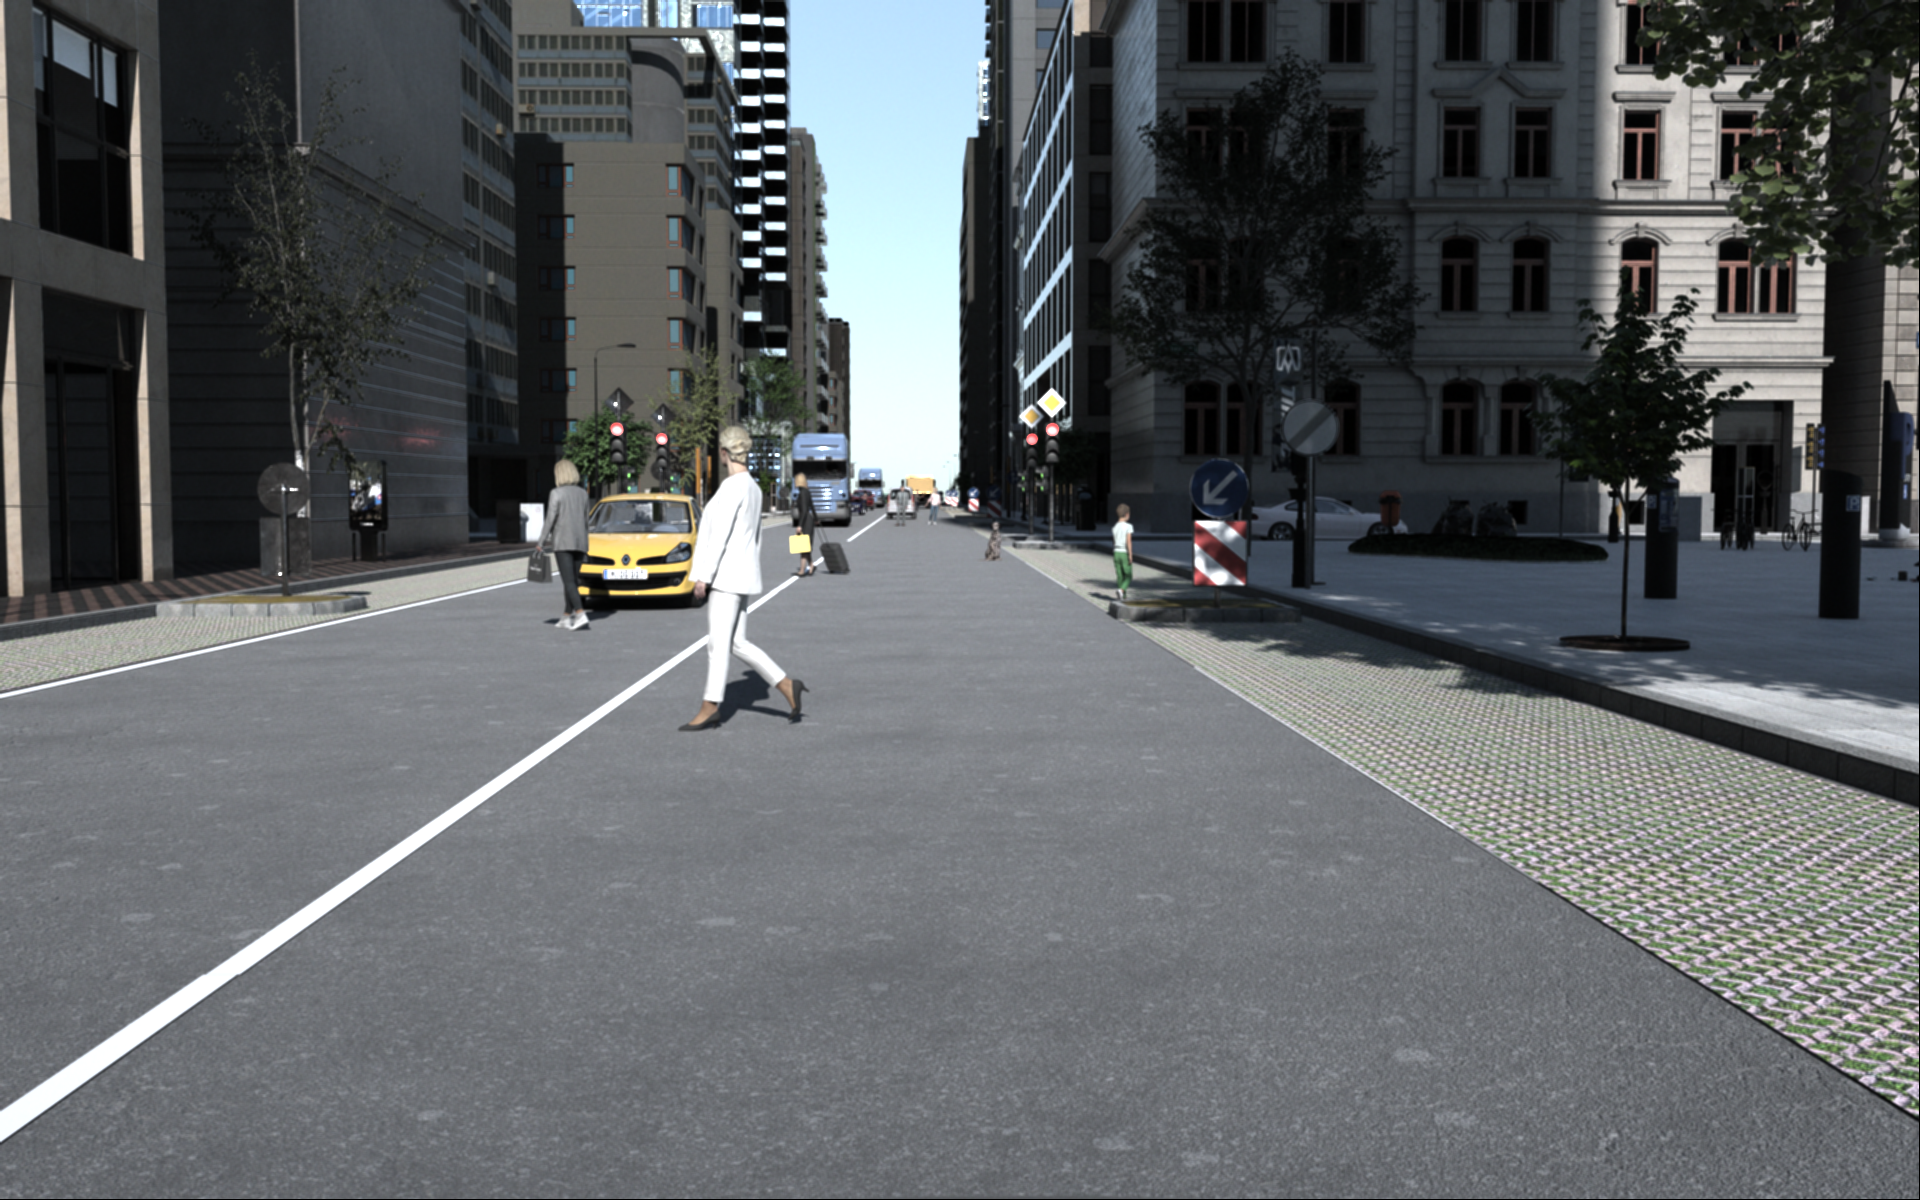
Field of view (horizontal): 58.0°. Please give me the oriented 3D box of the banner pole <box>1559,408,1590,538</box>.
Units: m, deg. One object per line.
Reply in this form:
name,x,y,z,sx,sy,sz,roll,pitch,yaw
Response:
banner pole,15.280,-3.255,43.232,0.863,3.779,0.401,1,4,21

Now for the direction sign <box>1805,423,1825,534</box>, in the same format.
direction sign,27.464,-3.895,55.673,0.876,3.537,0.379,-2,4,-27

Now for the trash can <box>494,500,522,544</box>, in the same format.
trash can,-11.714,-2.035,44.927,0.748,1.137,0.748,0,3,0

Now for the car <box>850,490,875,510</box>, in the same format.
car,-8.712,-8.918,154.484,2.281,1.827,5.304,0,4,-3

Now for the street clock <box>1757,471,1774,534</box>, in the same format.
street clock,25.558,-3.085,55.010,0.471,2.002,0.358,1,4,19

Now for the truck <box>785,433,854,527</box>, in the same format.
truck,-6.475,-5.684,82.692,2.967,4.110,18.799,0,4,-3

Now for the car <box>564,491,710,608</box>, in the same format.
car,-4.160,-0.778,22.949,2.015,1.641,3.980,0,4,-3

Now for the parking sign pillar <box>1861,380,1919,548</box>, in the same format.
parking sign pillar,22.471,-3.246,41.544,1.447,3.967,1.447,3,5,40

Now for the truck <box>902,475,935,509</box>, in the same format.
truck,-4.073,-10.852,173.349,3.469,3.379,9.791,0,4,-3

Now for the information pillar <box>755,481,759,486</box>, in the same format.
information pillar,-11.885,-5.879,100.617,0.304,2.012,0.304,1,4,11

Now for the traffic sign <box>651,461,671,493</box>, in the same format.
traffic sign,-11.139,-3.937,64.480,0.768,2.556,0.104,0,4,3

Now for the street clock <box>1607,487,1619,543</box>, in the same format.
street clock,17.271,-2.518,45.735,0.471,2.002,0.358,-2,4,-34

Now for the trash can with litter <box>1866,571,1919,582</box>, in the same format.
trash can with litter,14.496,-0.867,25.231,2.233,1.210,1.678,3,5,43

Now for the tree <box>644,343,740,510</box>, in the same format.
tree,-12.715,-8.136,83.390,4.737,8.622,4.395,0,3,0

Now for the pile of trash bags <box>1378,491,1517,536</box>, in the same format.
pile of trash bags,12.408,-2.103,44.129,3.447,1.369,1.912,1,4,15

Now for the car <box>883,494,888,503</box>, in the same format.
car,-10.112,-13.453,228.759,1.959,1.807,4.718,0,4,-3

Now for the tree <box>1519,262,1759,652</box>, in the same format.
tree,5.596,-1.226,14.644,1.663,3.219,1.824,0,3,0

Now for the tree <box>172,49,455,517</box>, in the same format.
tree,-11.118,-4.851,29.671,4.360,8.622,3.978,0,3,0

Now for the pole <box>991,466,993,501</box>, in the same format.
pole,2.326,-8.075,125.871,0.158,3.312,0.155,0,3,0

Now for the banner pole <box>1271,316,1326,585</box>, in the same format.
banner pole,4.776,-2.107,24.466,0.863,3.779,0.401,-1,4,-13

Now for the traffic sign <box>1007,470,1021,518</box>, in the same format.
traffic sign,2.910,-5.709,93.453,0.768,2.556,0.104,0,4,-1

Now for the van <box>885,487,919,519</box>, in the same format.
van,-3.355,-5.670,99.715,2.013,2.044,4.112,0,4,0

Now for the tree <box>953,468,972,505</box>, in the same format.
tree,0.730,-13.983,212.335,4.285,4.588,4.351,0,3,0

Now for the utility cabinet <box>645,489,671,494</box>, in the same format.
utility cabinet,-14.126,-4.424,81.019,1.173,1.500,0.318,1,4,17

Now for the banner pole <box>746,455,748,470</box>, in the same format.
banner pole,-13.662,-7.394,110.905,0.401,3.779,0.863,-1,4,-14

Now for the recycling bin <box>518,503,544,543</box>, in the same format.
recycling bin,-11.539,-2.061,46.249,0.722,1.027,0.722,-2,4,-27

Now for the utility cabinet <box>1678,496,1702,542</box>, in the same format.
utility cabinet,19.571,-2.195,47.053,1.020,1.237,0.306,1,4,15

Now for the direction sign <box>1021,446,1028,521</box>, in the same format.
direction sign,3.071,-5.522,82.277,0.379,3.537,0.876,-1,4,-11

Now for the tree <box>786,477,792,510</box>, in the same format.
tree,-13.613,-9.015,142.004,1.663,3.219,1.824,0,3,0

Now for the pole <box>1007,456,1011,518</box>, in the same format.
pole,2.648,-6.123,93.948,0.158,3.312,0.155,0,3,0

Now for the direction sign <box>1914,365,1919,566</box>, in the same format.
direction sign,17.209,-2.370,30.741,0.876,3.537,0.379,-2,4,-33

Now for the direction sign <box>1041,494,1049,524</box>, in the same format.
direction sign,3.670,-5.050,74.560,0.876,3.537,0.379,0,4,5

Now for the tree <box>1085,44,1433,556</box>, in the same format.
tree,6.199,-6.182,35.494,7.601,10.594,8.767,-1,4,-17

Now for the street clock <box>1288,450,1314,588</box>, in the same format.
street clock,4.671,-1.174,23.763,0.358,2.002,0.471,0,4,2

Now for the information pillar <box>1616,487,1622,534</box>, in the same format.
information pillar,20.992,-3.901,55.136,0.183,3.616,0.504,2,4,32

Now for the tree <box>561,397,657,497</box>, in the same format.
tree,-11.777,-4.576,58.527,4.285,4.588,4.351,0,3,0

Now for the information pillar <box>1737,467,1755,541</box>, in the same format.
information pillar,21.360,-2.606,47.099,0.304,2.012,0.304,-1,4,-10

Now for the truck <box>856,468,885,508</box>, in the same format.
truck,-9.442,-12.020,186.290,2.967,4.110,18.799,0,4,-1

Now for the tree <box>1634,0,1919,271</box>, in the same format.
tree,6.569,-5.437,7.023,7.486,12.596,7.792,0,3,0

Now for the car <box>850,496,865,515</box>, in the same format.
car,-7.402,-6.445,117.954,1.945,1.354,3.894,0,4,0

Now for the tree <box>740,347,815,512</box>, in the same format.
tree,-14.088,-12.116,123.852,9.928,11.665,9.643,0,3,0

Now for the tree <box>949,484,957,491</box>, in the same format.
tree,-0.910,-17.054,273.426,1.663,3.219,1.824,0,3,0

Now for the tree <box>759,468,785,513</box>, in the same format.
tree,-13.408,-7.575,118.450,1.663,3.219,1.824,0,3,0

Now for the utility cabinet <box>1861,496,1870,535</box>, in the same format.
utility cabinet,28.706,-2.681,55.002,0.306,1.237,1.020,2,4,27

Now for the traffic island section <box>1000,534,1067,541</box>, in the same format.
traffic island section,2.245,-1.940,53.992,2.009,0.180,2.903,0,4,-1

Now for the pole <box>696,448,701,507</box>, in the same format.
pole,-11.519,-5.044,76.319,0.158,3.312,0.155,0,3,0

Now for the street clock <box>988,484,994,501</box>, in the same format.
street clock,2.190,-7.103,120.696,0.471,2.002,0.358,0,4,1

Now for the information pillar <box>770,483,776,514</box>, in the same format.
information pillar,-12.299,-6.691,113.894,0.304,2.012,0.304,-2,4,-31

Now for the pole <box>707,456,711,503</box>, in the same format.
pole,-13.431,-6.050,92.762,0.158,3.312,0.155,0,3,0

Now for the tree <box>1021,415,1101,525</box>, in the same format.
tree,4.163,-5.384,71.749,4.285,4.588,4.351,0,3,0

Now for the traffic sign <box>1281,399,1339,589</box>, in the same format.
traffic sign,4.709,-1.423,23.375,0.768,2.556,0.104,0,4,7

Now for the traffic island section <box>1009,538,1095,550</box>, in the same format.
traffic island section,2.447,-1.451,46.010,2.009,0.180,2.903,0,4,-1

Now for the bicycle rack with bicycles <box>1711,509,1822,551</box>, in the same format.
bicycle rack with bicycles,18.597,-1.629,40.009,2.852,0.926,2.925,3,4,38
